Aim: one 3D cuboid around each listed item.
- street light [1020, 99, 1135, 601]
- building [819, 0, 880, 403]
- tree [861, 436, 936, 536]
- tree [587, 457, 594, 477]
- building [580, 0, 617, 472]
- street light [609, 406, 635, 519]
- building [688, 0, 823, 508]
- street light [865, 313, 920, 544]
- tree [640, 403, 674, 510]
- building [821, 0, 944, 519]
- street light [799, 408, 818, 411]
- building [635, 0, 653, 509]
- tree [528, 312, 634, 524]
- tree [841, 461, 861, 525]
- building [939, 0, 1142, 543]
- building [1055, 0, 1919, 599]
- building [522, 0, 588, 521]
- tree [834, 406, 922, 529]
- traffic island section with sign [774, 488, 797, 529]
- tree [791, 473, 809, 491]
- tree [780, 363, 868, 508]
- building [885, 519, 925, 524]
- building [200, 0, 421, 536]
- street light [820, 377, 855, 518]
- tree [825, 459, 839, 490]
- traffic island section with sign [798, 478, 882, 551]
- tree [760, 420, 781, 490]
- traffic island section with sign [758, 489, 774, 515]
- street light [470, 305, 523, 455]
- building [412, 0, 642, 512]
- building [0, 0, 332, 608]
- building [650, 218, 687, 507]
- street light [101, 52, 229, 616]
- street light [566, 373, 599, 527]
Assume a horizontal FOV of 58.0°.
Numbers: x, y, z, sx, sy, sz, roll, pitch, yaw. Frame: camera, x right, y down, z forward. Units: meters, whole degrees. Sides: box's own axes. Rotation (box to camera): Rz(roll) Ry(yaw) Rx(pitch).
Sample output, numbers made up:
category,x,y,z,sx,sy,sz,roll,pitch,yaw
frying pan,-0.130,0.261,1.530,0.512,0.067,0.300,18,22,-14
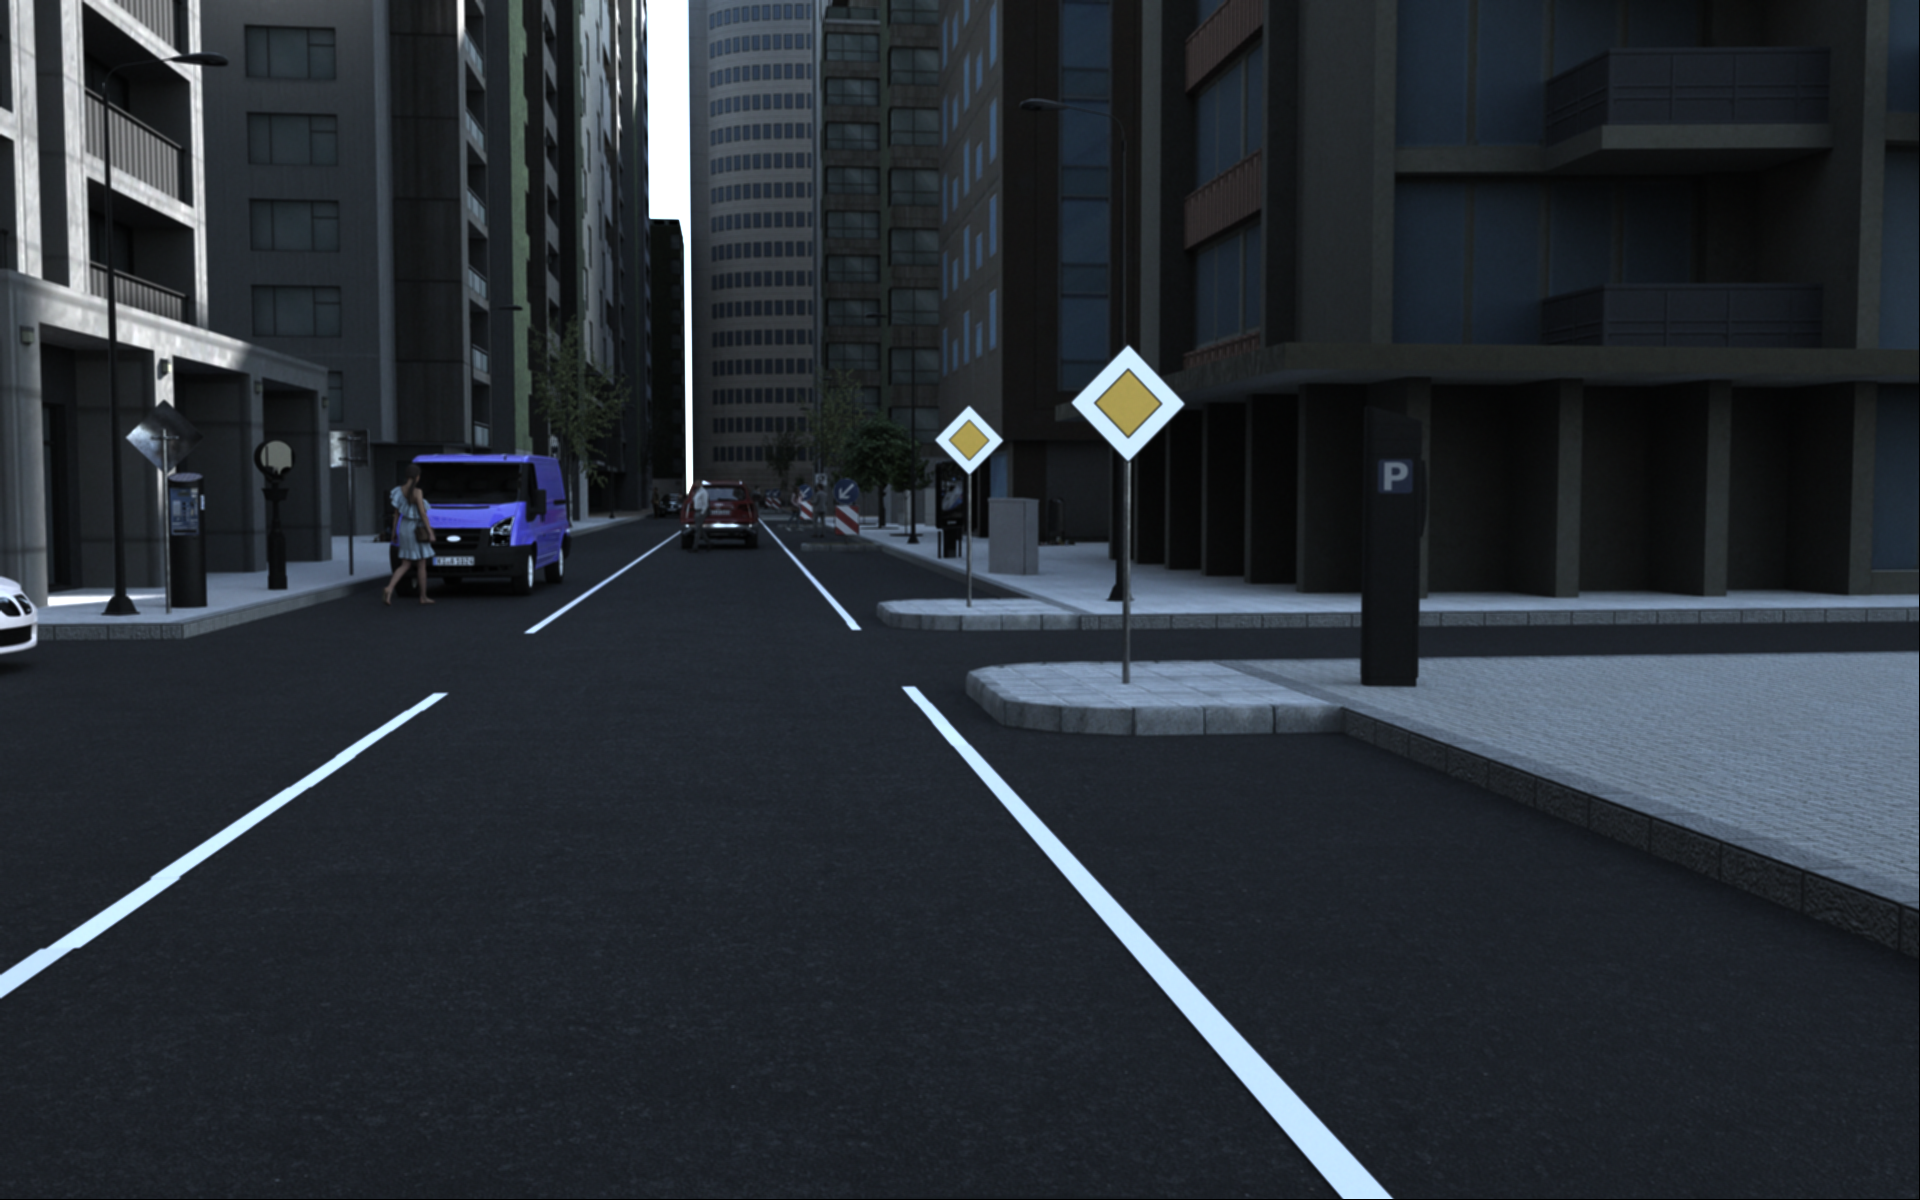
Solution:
category,x,y,z,sx,sy,sz,roll,pitch,yaw
street light,1.397,-2.940,20.617,1.470,5.913,1.316,0,4,-7
building,3.635,-32.985,128.541,28.713,52.752,27.495,0,4,-7
tree,-1.741,-3.572,53.005,1.663,3.219,1.824,0,3,0
tree,-21.013,-6.573,91.186,4.285,4.588,4.351,0,3,0
building,-35.450,-31.509,104.410,28.713,52.752,27.495,0,4,-7
street light,-17.735,-7.236,90.853,1.470,5.913,1.316,0,4,-7
building,-15.157,-39.554,188.712,28.212,58.520,21.231,0,4,-7
street light,-1.750,-4.412,44.670,1.470,5.913,1.316,0,4,-7
tree,-25.043,-11.520,138.706,4.360,8.622,3.978,0,3,0
building,-1.631,-20.544,107.602,14.160,30.474,14.107,0,4,-7
street light,-7.941,-7.384,93.272,1.470,5.913,1.316,0,4,-7
building,-41.981,-37.412,153.687,28.212,58.520,21.231,0,4,-7
tree,-15.711,-7.333,70.259,4.737,8.622,4.395,0,3,0
tree,-4.038,-4.755,72.348,1.663,3.219,1.824,0,3,0
building,7.036,-24.568,51.793,14.600,45.320,14.200,0,4,-7
building,16.641,-23.014,30.906,28.867,44.769,22.147,0,4,-7
building,-24.974,-18.819,79.388,14.160,30.474,14.107,0,4,-7
tree,-3.061,-4.923,64.213,4.285,4.588,4.351,0,3,0
traffic island section with sign,-6.496,-3.818,71.045,1.989,1.847,2.006,0,4,-7
tree,-14.561,-9.929,156.933,1.663,3.219,1.824,0,3,0
tree,-7.078,-8.943,96.576,4.737,8.622,4.395,0,3,0
building,3.125,-18.916,80.977,14.160,30.474,14.107,0,4,-7
building,-22.353,-22.848,57.159,14.154,41.232,14.086,0,4,-7
street light,-4.770,-5.898,68.980,1.470,5.913,1.316,0,4,-7
tree,-5.156,-5.246,80.367,1.663,3.219,1.824,0,3,0
traffic island section with sign,-3.058,-2.182,44.309,1.989,1.847,2.006,0,4,-7
tree,-16.641,-13.030,163.395,4.737,8.622,4.395,0,3,0
traffic island section with sign,-12.985,-6.887,121.222,1.989,1.847,2.006,0,4,-7
street light,-11.457,-4.291,42.698,1.470,5.913,1.316,0,4,-7
building,-31.030,-27.106,126.772,14.154,41.232,14.086,0,4,-7
building,-21.763,-35.933,25.751,20.563,71.187,20.611,0,4,-7
building,-36.043,-25.133,182.623,14.107,30.474,14.160,0,4,-7
street light,-8.401,-2.800,18.328,1.470,5.913,1.316,0,4,-7
street light,-14.543,-5.751,66.568,1.470,5.913,1.316,0,4,-7
